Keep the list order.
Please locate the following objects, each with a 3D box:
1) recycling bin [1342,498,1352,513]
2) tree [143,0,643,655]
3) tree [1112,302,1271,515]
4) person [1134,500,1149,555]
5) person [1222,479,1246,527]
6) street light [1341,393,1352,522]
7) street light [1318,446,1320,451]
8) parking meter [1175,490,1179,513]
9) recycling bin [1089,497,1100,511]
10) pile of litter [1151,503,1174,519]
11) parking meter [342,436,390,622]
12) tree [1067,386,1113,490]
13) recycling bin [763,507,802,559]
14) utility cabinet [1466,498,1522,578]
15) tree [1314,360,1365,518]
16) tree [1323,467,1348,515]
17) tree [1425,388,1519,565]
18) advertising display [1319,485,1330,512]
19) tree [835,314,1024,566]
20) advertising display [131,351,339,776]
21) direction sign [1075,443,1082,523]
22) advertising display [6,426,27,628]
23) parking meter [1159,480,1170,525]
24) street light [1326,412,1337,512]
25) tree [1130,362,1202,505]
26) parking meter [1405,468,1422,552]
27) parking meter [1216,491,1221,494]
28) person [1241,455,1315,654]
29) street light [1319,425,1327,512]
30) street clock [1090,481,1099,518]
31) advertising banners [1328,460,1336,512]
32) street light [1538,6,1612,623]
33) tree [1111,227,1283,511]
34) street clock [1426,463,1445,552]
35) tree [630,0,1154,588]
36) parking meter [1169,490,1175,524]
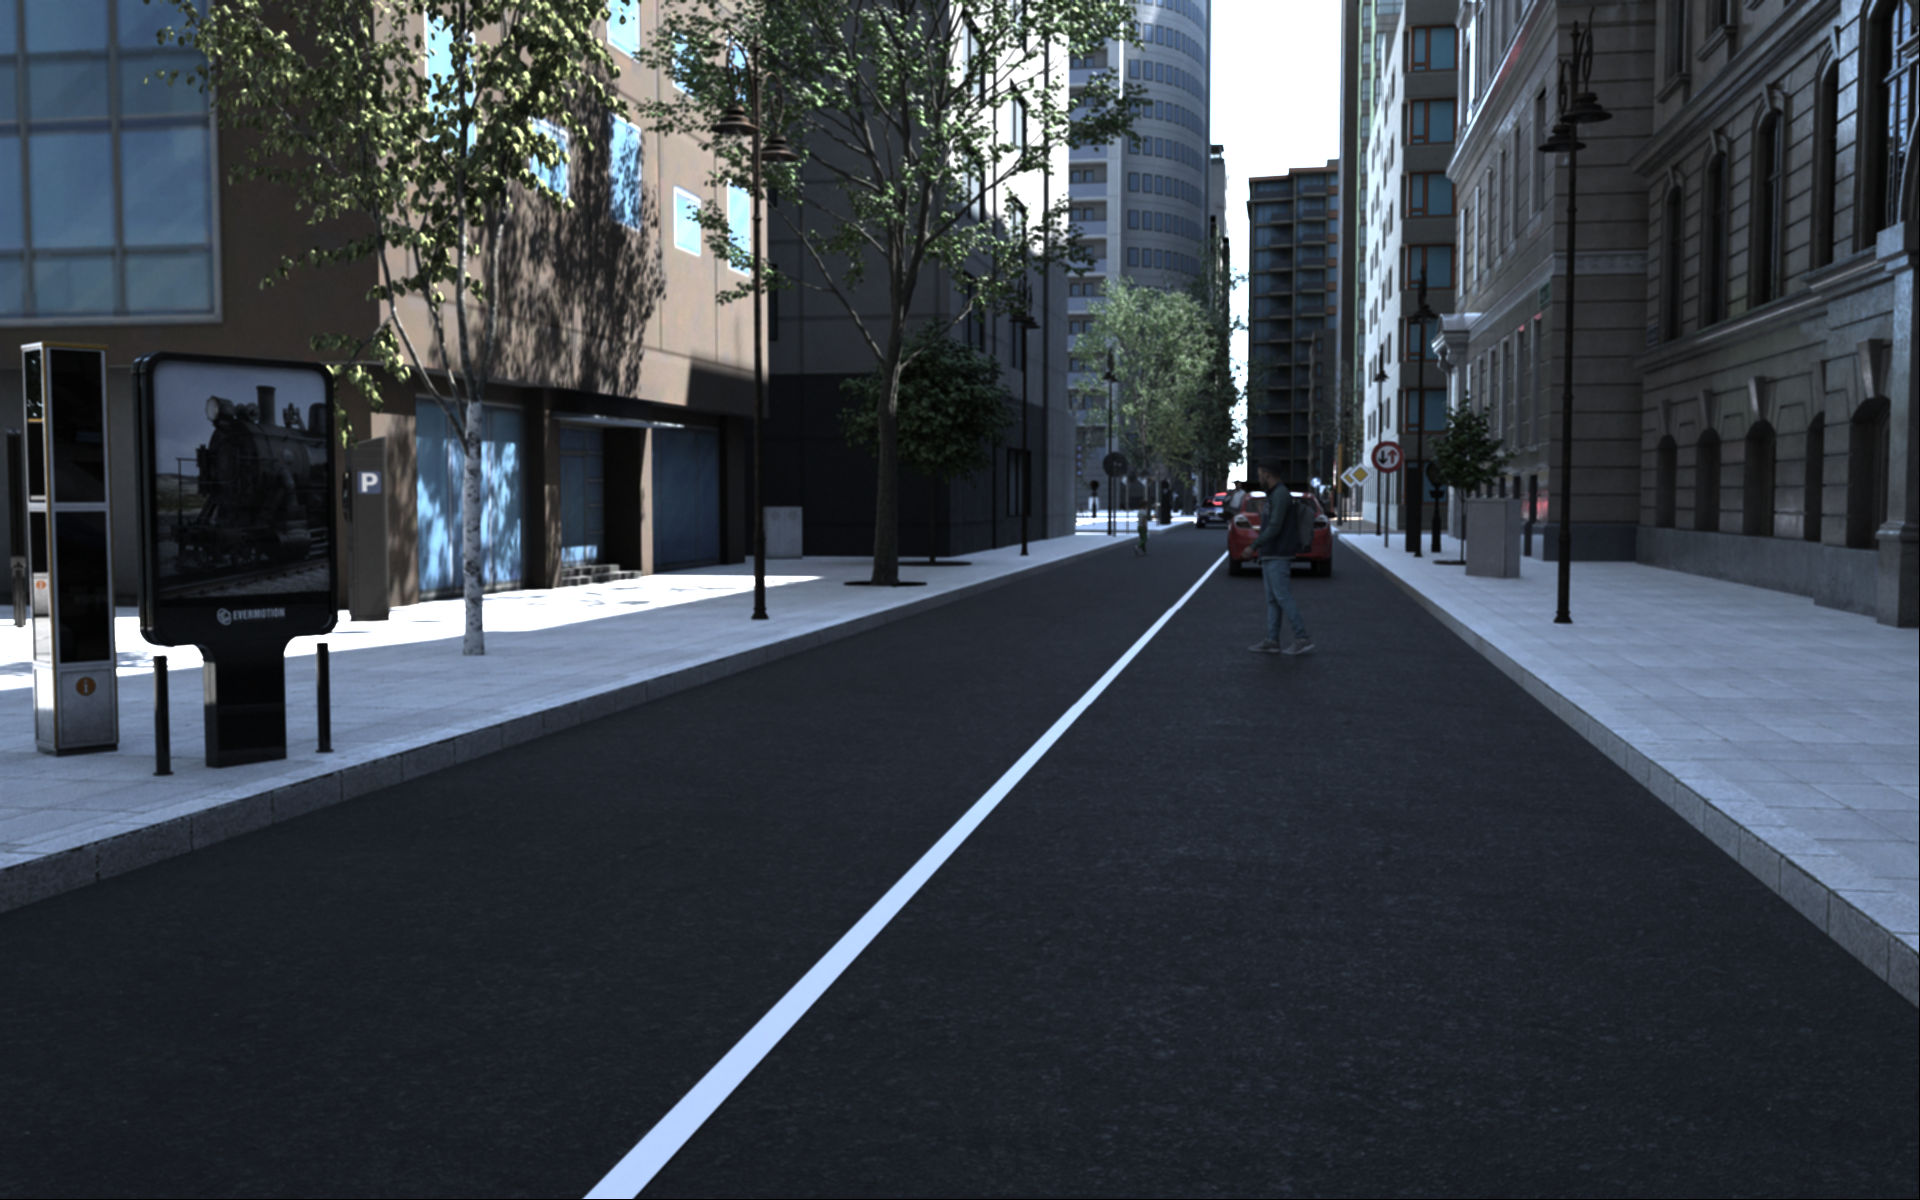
[{"bbox_3d":[25.706,-6.305,115.648,0.722,1.027,0.722,0,4,-2],"label":"recycling bin"},{"bbox_3d":[-4.074,-3.875,13.722,4.737,8.622,4.395,0,3,0],"label":"tree"},{"bbox_3d":[13.720,-11.418,103.698,9.611,12.733,9.660,0,3,0],"label":"tree"},{"bbox_3d":[4.271,-1.711,40.721,0.306,1.304,0.590,3,5,42],"label":"person"},{"bbox_3d":[7.455,-2.350,47.030,0.679,1.850,0.850,0,4,2],"label":"person"},{"bbox_3d":[17.746,-6.535,79.639,0.468,5.910,1.993,1,4,11],"label":"street light"},{"bbox_3d":[28.019,-9.908,134.775,0.468,5.910,1.993,1,4,11],"label":"street light"},{"bbox_3d":[14.814,-6.759,118.916,0.372,1.533,0.369,0,3,0],"label":"parking meter"},{"bbox_3d":[10.266,-7.325,132.315,0.722,1.027,0.722,1,4,19],"label":"recycling bin"},{"bbox_3d":[10.157,-4.529,88.009,1.176,0.858,1.719,-3,4,-39],"label":"pile of litter"},{"bbox_3d":[-5.988,-0.718,17.454,0.399,1.863,0.255,-2,4,-31],"label":"parking meter"},{"bbox_3d":[7.706,-10.062,114.882,4.360,8.622,3.978,0,3,0],"label":"tree"},{"bbox_3d":[-3.542,-1.337,34.412,0.722,1.027,0.722,-1,4,-15],"label":"recycling bin"},{"bbox_3d":[8.265,-0.959,26.844,0.306,1.237,1.020,-1,4,-19],"label":"utility cabinet"},{"bbox_3d":[21.400,-8.797,94.199,4.360,8.622,3.978,0,3,0],"label":"tree"},{"bbox_3d":[23.502,-6.866,106.861,1.663,3.219,1.824,0,3,0],"label":"tree"},{"bbox_3d":[9.331,-2.264,31.626,1.663,3.219,1.824,0,3,0],"label":"tree"},{"bbox_3d":[25.843,-7.172,122.471,0.974,1.923,0.123,3,5,45],"label":"advertising display"},{"bbox_3d":[-0.424,-2.914,31.366,4.285,4.588,4.351,0,3,0],"label":"tree"},{"bbox_3d":[-3.406,-0.183,8.212,0.123,1.923,0.974,2,4,34],"label":"advertising display"},{"bbox_3d":[5.200,-5.246,77.777,0.379,3.537,0.876,-2,4,-30],"label":"direction sign"},{"bbox_3d":[-9.196,-0.714,16.893,0.123,1.923,0.974,-2,4,-28],"label":"advertising display"},{"bbox_3d":[8.539,-4.074,72.314,0.399,1.863,0.255,-1,4,-17],"label":"parking meter"},{"bbox_3d":[21.171,-7.666,98.132,0.468,5.910,1.993,1,4,11],"label":"street light"},{"bbox_3d":[11.429,-8.835,94.816,4.737,8.622,4.395,0,3,0],"label":"tree"},{"bbox_3d":[10.061,-1.999,38.389,0.255,1.863,0.399,2,4,31],"label":"parking meter"},{"bbox_3d":[19.915,-7.658,133.625,0.372,1.533,0.369,0,3,0],"label":"parking meter"},{"bbox_3d":[2.866,-0.418,15.679,0.721,1.781,0.623,0,4,-1],"label":"person"},{"bbox_3d":[24.541,-8.762,116.051,0.468,5.910,1.993,1,4,11],"label":"street light"},{"bbox_3d":[7.171,-5.374,92.439,0.471,2.002,0.358,2,4,25],"label":"street clock"},{"bbox_3d":[19.175,-5.693,89.267,0.090,3.025,2.074,1,4,21],"label":"advertising banners"},{"bbox_3d":[6.008,-2.709,17.077,0.468,5.910,1.993,1,4,11],"label":"street light"},{"bbox_3d":[16.963,-16.505,125.751,12.611,20.169,13.585,0,3,0],"label":"tree"},{"bbox_3d":[10.514,-2.056,38.188,0.471,2.002,0.358,1,4,22],"label":"street clock"},{"bbox_3d":[-0.910,-6.003,23.901,9.928,11.665,9.643,0,3,0],"label":"tree"},{"bbox_3d":[8.817,-4.005,73.893,0.372,1.533,0.369,0,3,0],"label":"parking meter"}]
